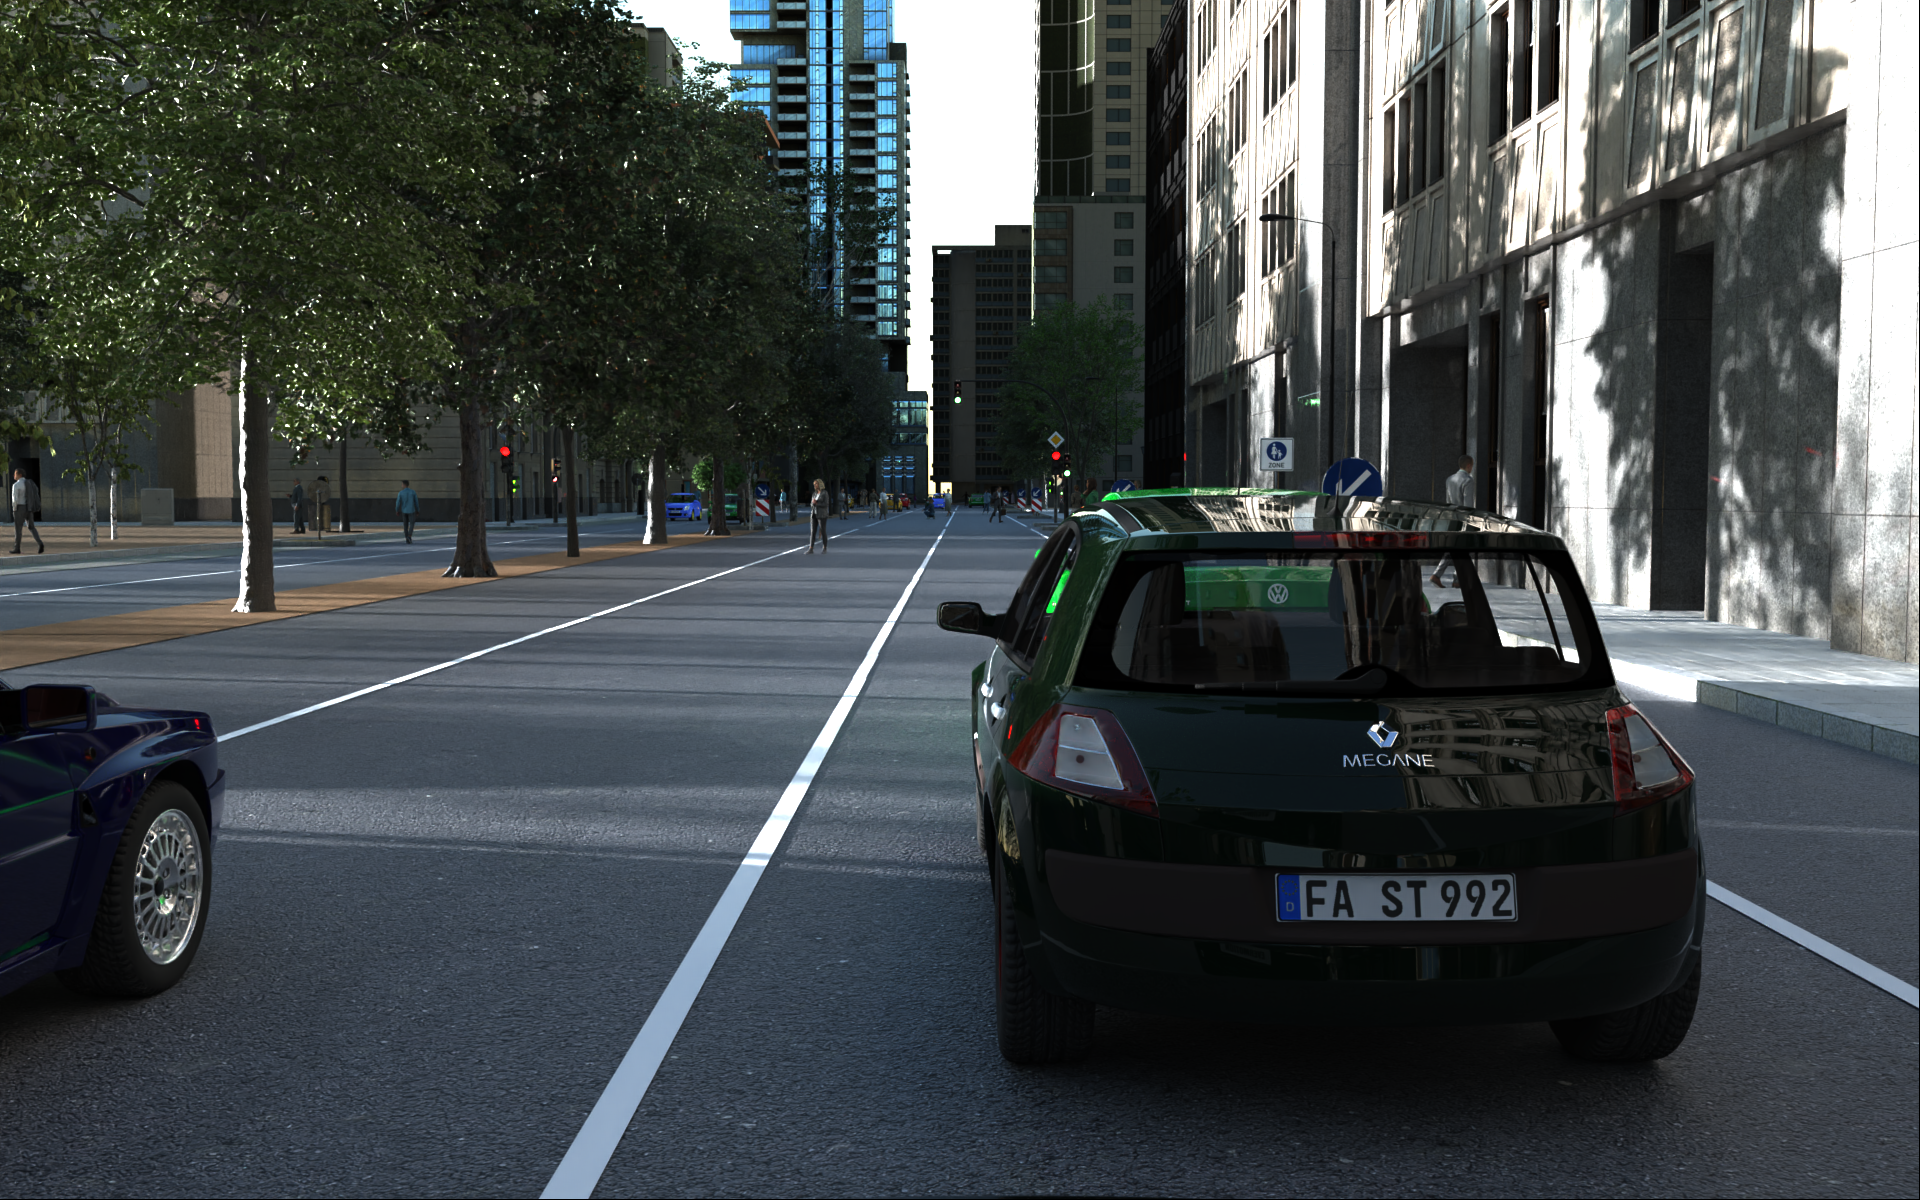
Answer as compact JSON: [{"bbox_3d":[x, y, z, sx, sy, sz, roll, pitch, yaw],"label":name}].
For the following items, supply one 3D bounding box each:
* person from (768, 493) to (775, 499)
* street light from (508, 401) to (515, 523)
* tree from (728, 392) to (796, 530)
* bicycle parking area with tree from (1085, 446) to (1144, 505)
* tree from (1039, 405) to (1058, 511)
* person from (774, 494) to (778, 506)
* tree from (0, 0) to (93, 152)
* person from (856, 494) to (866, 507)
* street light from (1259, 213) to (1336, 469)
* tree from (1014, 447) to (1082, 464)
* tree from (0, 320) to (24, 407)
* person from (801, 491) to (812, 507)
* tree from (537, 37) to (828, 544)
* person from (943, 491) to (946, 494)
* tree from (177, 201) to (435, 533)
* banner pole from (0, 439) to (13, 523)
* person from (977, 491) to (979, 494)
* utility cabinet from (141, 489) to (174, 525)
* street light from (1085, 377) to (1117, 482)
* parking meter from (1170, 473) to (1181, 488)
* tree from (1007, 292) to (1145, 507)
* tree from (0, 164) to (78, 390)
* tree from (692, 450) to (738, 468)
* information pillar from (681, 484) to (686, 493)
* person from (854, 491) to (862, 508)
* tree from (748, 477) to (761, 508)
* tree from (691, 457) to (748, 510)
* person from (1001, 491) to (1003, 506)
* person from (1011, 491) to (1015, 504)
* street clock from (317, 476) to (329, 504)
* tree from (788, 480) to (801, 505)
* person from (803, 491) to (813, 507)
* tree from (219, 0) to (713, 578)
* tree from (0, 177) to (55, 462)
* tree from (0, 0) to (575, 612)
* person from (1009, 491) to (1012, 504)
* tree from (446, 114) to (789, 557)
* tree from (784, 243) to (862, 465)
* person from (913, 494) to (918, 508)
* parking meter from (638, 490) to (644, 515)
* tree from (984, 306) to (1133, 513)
[{"bbox_3d":[-20.066,-10.791,182.489,1.348,1.823,0.705,-1,4,-10],"label":"person"},{"bbox_3d":[-19.506,-6.397,77.134,1.470,5.913,1.316,0,4,0],"label":"street light"},{"bbox_3d":[-8.189,-7.034,67.832,4.737,8.622,4.395,0,3,0],"label":"tree"},{"bbox_3d":[11.689,-7.010,101.609,9.016,4.147,8.231,0,4,-5],"label":"bicycle parking area with tree"},{"bbox_3d":[6.885,-11.219,133.791,4.360,8.622,3.978,0,3,0],"label":"tree"},{"bbox_3d":[-20.222,-10.982,188.779,0.799,1.438,0.628,-1,4,-9],"label":"person"},{"bbox_3d":[-8.779,-3.714,13.538,4.737,8.622,4.395,0,3,0],"label":"tree"},{"bbox_3d":[-10.963,-11.299,193.313,1.350,1.814,0.705,2,4,30],"label":"person"},{"bbox_3d":[5.648,-3.443,28.840,1.470,5.913,1.316,0,4,0],"label":"street light"},{"bbox_3d":[7.714,-13.662,157.781,7.601,10.594,8.767,-1,4,-16],"label":"tree"},{"bbox_3d":[-28.411,-5.954,47.712,4.360,8.622,3.978,0,3,0],"label":"tree"},{"bbox_3d":[-17.407,-11.523,197.001,1.348,1.812,0.705,1,4,14],"label":"person"},{"bbox_3d":[-8.771,-8.589,49.541,9.857,13.997,8.962,0,3,0],"label":"tree"},{"bbox_3d":[-1.610,-10.660,183.247,0.683,1.767,0.568,1,4,20],"label":"person"},{"bbox_3d":[-20.683,-9.011,57.705,12.009,13.543,11.850,0,3,0],"label":"tree"},{"bbox_3d":[-42.280,-5.281,76.365,0.863,3.779,0.401,-1,4,-12],"label":"banner pole"},{"bbox_3d":[2.151,-12.281,209.381,0.705,1.812,1.348,3,4,37],"label":"person"},{"bbox_3d":[-32.535,-3.764,70.212,1.173,1.500,0.318,-1,4,-9],"label":"utility cabinet"},{"bbox_3d":[5.656,-5.884,68.739,1.470,5.913,1.316,0,4,0],"label":"street light"},{"bbox_3d":[5.871,-2.536,47.182,0.255,1.863,0.399,1,4,17],"label":"parking meter"},{"bbox_3d":[6.326,-10.055,90.149,9.928,11.665,9.643,0,3,0],"label":"tree"},{"bbox_3d":[-20.981,-6.067,33.613,8.767,10.594,7.601,3,5,39],"label":"tree"},{"bbox_3d":[-20.277,-11.906,145.024,4.360,8.622,3.978,0,3,0],"label":"tree"},{"bbox_3d":[-19.402,-7.152,121.429,0.304,2.012,0.304,0,4,-1],"label":"information pillar"},{"bbox_3d":[-10.878,-10.745,184.702,1.217,1.766,0.721,3,4,37],"label":"person"},{"bbox_3d":[-19.952,-10.461,165.637,1.663,3.219,1.824,0,3,0],"label":"tree"},{"bbox_3d":[-20.260,-9.560,140.016,4.285,4.588,4.351,0,3,0],"label":"tree"},{"bbox_3d":[4.728,-11.401,195.050,0.705,1.807,1.348,-1,4,-9],"label":"person"},{"bbox_3d":[6.786,-13.262,223.545,0.621,1.740,0.551,2,4,29],"label":"person"},{"bbox_3d":[-25.723,-4.000,69.969,0.358,2.002,0.471,1,4,15],"label":"street clock"},{"bbox_3d":[-20.261,-13.315,212.304,1.663,3.219,1.824,0,3,0],"label":"tree"},{"bbox_3d":[-17.089,-11.446,195.662,1.348,1.821,0.705,1,4,11],"label":"person"},{"bbox_3d":[-8.440,-6.744,29.730,9.611,12.733,9.660,0,3,0],"label":"tree"},{"bbox_3d":[-35.925,-9.321,59.057,9.857,13.997,8.962,0,3,0],"label":"tree"},{"bbox_3d":[-8.650,-6.148,21.102,7.486,12.596,7.792,0,3,0],"label":"tree"},{"bbox_3d":[6.514,-13.132,221.545,0.742,1.727,0.445,3,5,40],"label":"person"},{"bbox_3d":[-8.745,-6.266,39.316,8.767,10.594,7.601,0,4,0],"label":"tree"},{"bbox_3d":[-8.315,-8.558,59.394,9.611,12.733,9.660,0,3,0],"label":"tree"},{"bbox_3d":[-4.580,-10.220,178.824,0.599,1.433,0.991,-2,4,-31],"label":"person"},{"bbox_3d":[-19.700,-6.030,106.997,0.372,1.533,0.369,0,3,0],"label":"parking meter"},{"bbox_3d":[6.915,-12.787,115.721,9.857,13.997,8.962,0,3,0],"label":"tree"}]
